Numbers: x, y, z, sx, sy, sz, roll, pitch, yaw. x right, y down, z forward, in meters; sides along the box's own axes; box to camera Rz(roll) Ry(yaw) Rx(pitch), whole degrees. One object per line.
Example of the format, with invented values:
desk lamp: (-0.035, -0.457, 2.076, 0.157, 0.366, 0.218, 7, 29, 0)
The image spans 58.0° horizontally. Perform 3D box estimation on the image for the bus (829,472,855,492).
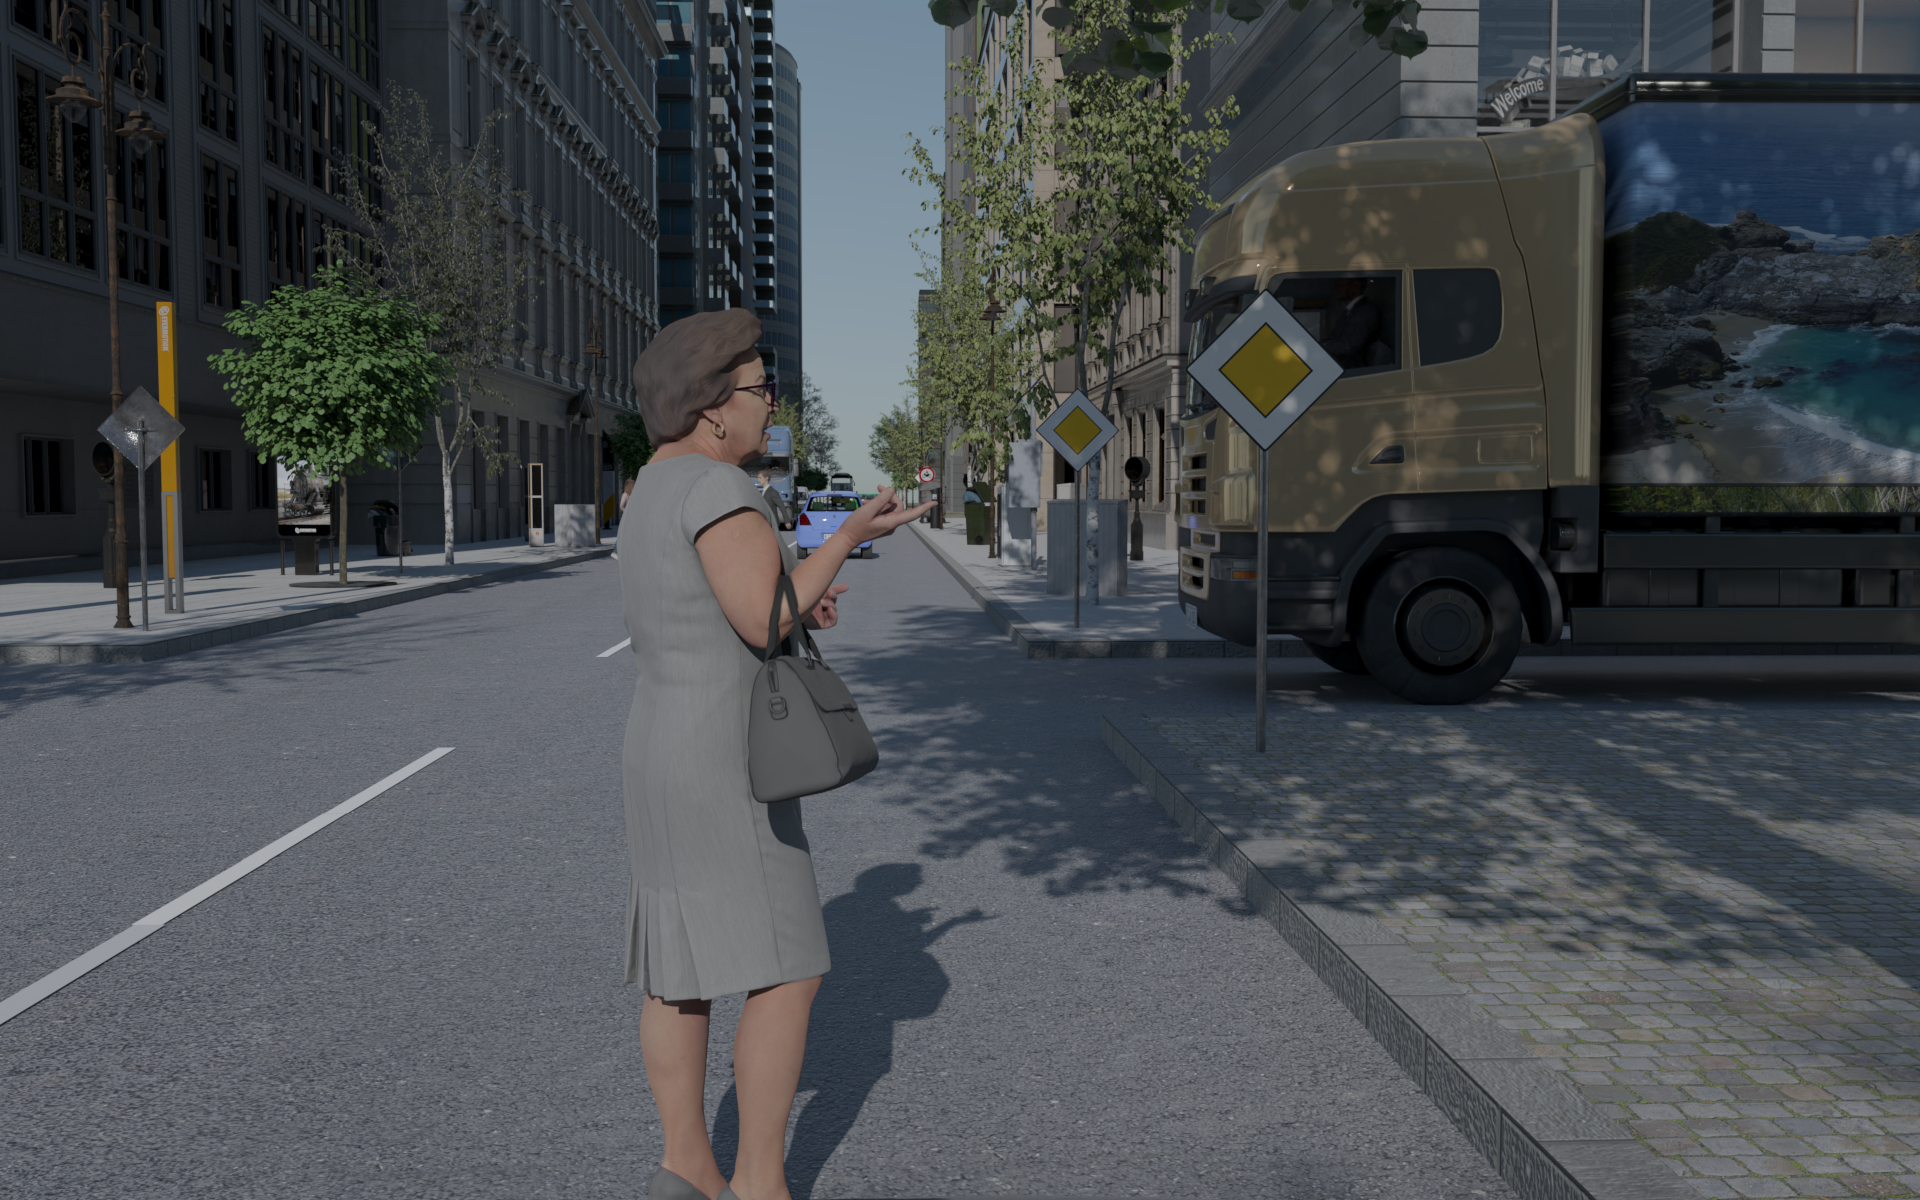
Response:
bus: (-13.695, -12.783, 200.554, 2.896, 3.916, 12.252, 0, 4, -4)

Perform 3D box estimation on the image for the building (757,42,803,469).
building: (-31.395, -41.606, 222.252, 21.231, 58.520, 28.212, 0, 4, -3)

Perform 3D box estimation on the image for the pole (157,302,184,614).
pole: (-8.447, -1.510, 18.528, 0.158, 3.312, 0.155, 0, 3, 0)

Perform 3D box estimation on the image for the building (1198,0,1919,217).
building: (19.235, -15.095, 24.293, 29.804, 29.767, 11.434, 0, 4, -3)

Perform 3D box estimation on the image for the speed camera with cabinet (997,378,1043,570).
speed camera with cabinet: (1.015, -2.192, 30.182, 0.660, 3.252, 2.038, 0, 4, -4)

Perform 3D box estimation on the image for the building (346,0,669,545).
building: (-21.584, -17.582, 63.885, 17.030, 29.872, 44.131, 0, 4, -3)

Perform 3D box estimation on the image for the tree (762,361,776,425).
tree: (-11.797, -8.440, 88.359, 4.360, 8.622, 3.978, 0, 3, 0)

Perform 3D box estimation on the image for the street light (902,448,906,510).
street light: (-4.332, -10.215, 139.809, 0.468, 5.910, 1.993, 0, 4, -3)

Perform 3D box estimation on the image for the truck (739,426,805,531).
truck: (-8.093, -5.161, 74.139, 2.967, 4.110, 18.799, 0, 4, -3)

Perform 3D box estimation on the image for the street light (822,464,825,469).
street light: (-18.359, -15.891, 232.611, 0.468, 5.910, 1.993, 0, 4, -3)

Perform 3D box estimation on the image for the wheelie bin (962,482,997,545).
wheelie bin: (0.472, -2.188, 43.682, 0.693, 1.594, 0.980, 2, 4, 33)

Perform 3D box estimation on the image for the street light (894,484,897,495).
street light: (-6.899, -13.576, 194.751, 0.468, 5.910, 1.993, 0, 4, -3)

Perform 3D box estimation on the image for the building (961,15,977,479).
building: (7.468, -28.454, 115.338, 14.600, 45.320, 14.200, 0, 4, -3)

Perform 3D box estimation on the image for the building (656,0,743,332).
building: (-28.019, -31.162, 129.111, 23.786, 49.044, 30.456, 0, 4, -3)

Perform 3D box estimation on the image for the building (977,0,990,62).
building: (7.903, -25.551, 101.351, 14.154, 41.232, 14.086, 0, 4, -3)

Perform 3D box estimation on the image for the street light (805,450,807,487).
street light: (-15.640, -12.471, 176.691, 0.468, 5.910, 1.993, 0, 4, -3)

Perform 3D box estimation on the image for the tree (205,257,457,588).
tree: (-8.708, -2.471, 24.116, 4.285, 4.588, 4.351, 0, 3, 0)

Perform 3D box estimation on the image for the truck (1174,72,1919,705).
truck: (6.662, -1.460, 12.792, 11.283, 4.237, 2.839, 0, 4, -1)

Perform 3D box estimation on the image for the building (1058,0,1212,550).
building: (8.961, -11.224, 48.139, 10.561, 19.102, 19.286, 0, 4, -3)

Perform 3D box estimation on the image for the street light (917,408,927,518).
street light: (-2.002, -7.244, 91.235, 0.468, 5.910, 1.993, 0, 4, -3)

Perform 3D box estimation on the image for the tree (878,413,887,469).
tree: (0.410, -5.913, 47.036, 4.737, 8.622, 4.395, 0, 3, 0)

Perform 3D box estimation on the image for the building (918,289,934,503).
building: (1.069, -28.915, 244.458, 14.160, 30.474, 14.107, 0, 4, -3)

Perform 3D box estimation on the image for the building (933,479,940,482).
building: (11.936, -32.646, 225.638, 32.217, 40.220, 23.993, 0, 4, -3)

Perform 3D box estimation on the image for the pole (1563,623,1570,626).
pole: (5.944, -1.402, 16.774, 0.158, 3.312, 0.155, 0, 3, 0)

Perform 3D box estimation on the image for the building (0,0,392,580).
building: (-19.915, -14.432, 29.469, 14.314, 27.812, 24.014, 0, 4, -3)

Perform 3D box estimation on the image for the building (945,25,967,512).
building: (9.322, -36.343, 136.213, 21.231, 58.520, 28.212, 0, 4, -3)

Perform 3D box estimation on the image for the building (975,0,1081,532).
building: (11.226, -16.546, 75.037, 19.350, 26.468, 34.151, 0, 4, -3)

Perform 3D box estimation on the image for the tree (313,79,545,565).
tree: (-9.297, -4.929, 30.950, 4.360, 8.622, 3.978, 0, 3, 0)

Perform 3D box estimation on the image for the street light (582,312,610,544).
street light: (-9.273, -4.368, 44.213, 0.468, 5.910, 1.993, 0, 4, -3)

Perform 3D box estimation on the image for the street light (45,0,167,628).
street light: (-8.026, -2.670, 16.444, 0.468, 5.910, 1.993, 0, 4, -3)

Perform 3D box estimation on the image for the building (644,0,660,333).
building: (-30.884, -25.086, 102.041, 32.217, 40.220, 23.993, 0, 4, -3)

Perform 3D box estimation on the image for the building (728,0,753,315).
building: (-25.588, -30.675, 151.651, 14.600, 45.320, 14.200, 0, 4, -3)

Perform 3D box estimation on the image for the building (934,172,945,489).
building: (5.223, -23.628, 158.019, 14.160, 30.474, 14.107, 0, 4, -3)

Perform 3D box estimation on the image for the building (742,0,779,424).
building: (-30.261, -53.730, 191.161, 22.319, 86.520, 31.000, 0, 4, -3)

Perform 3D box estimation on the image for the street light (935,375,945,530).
street light: (-0.669, -5.478, 62.352, 0.468, 5.910, 1.993, 0, 4, -3)

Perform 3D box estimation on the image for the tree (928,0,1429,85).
tree: (2.481, -5.839, 2.119, 9.857, 13.997, 8.962, 0, 3, 0)

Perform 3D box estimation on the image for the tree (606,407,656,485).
tree: (-10.009, -4.478, 56.929, 4.285, 4.588, 4.351, 0, 3, 0)

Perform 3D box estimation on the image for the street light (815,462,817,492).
street light: (-16.960, -14.157, 204.254, 0.468, 5.910, 1.993, 0, 4, -3)

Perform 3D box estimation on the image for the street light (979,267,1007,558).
street light: (0.642, -3.769, 34.410, 0.468, 5.910, 1.993, 0, 4, -3)

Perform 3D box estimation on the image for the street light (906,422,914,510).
street light: (-3.024, -8.456, 111.046, 0.468, 5.910, 1.993, 0, 4, -3)
